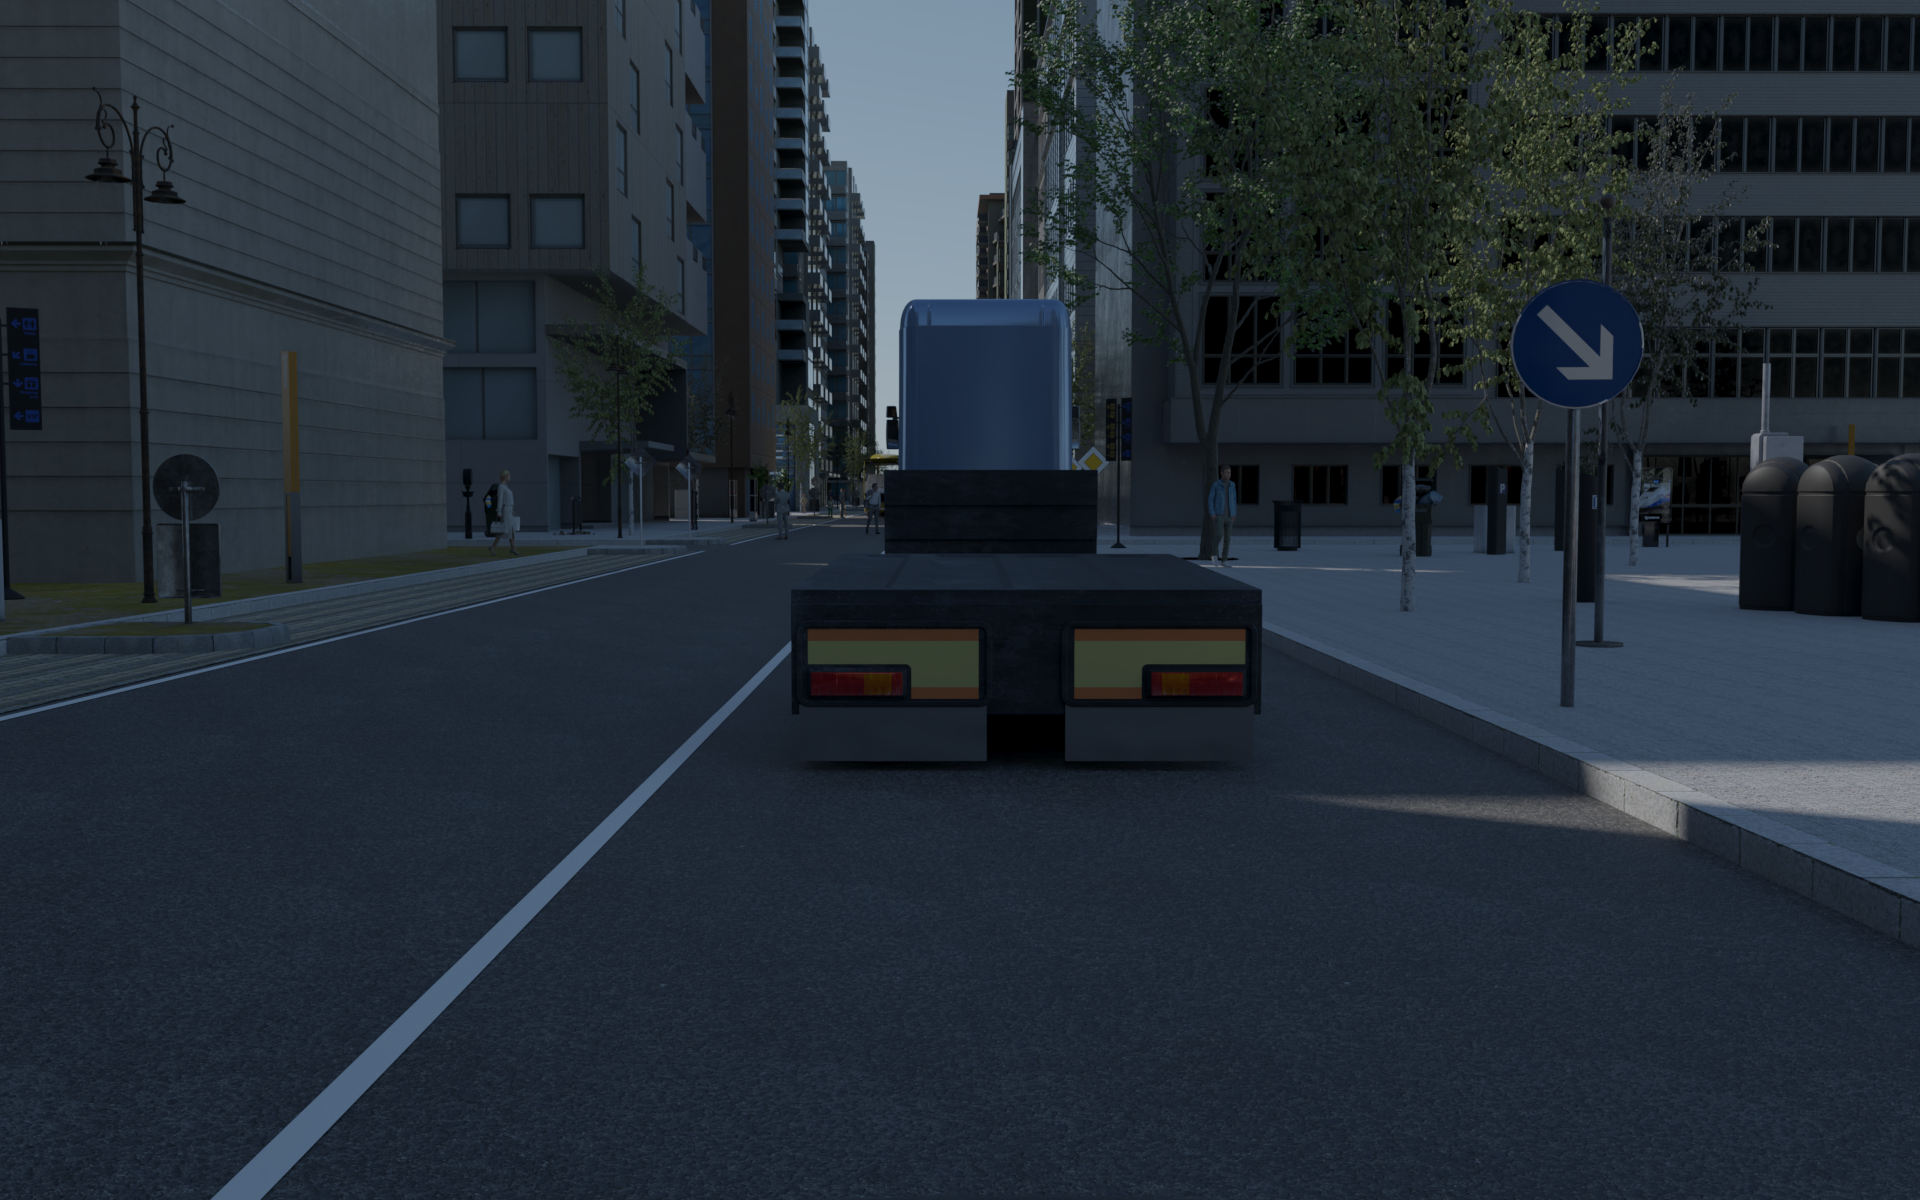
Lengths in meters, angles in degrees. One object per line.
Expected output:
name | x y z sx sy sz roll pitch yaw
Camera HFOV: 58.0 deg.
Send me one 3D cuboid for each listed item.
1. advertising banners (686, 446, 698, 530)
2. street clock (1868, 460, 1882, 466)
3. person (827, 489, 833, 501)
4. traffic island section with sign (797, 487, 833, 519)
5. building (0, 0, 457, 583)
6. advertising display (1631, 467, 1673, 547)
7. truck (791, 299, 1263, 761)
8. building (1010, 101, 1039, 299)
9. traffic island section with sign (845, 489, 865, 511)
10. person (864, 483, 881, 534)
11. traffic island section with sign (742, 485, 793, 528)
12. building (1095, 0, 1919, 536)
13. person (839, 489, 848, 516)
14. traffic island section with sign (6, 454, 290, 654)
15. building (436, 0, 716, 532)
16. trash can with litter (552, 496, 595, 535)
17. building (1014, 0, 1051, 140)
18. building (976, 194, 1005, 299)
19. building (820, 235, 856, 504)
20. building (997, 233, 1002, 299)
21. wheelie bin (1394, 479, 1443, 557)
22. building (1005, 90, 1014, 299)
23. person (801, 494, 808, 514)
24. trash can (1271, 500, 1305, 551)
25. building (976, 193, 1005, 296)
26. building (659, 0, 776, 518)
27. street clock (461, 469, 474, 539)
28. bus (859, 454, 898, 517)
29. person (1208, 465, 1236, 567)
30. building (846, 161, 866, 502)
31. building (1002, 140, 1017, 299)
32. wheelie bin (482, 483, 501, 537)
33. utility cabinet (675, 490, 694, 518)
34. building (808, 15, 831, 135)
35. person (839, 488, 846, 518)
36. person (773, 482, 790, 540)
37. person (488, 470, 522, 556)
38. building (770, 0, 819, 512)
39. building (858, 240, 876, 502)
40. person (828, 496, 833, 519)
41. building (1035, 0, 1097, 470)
advertising banners | -9.649 -4.046 62.344 0.090 3.025 2.074 -1 4 -18
street clock | 19.598 -2.000 37.277 0.358 2.002 0.471 -2 4 -31
person | -10.875 -8.439 144.940 0.541 1.710 0.530 0 4 1
traffic island section with sign | -8.339 -5.578 99.820 1.989 1.847 2.006 0 4 -1
building | -33.425 -15.619 31.781 44.131 29.872 17.030 0 4 -1
advertising display | 16.692 -2.239 41.818 0.974 1.923 0.123 0 4 -5
truck | 0.347 -1.737 18.152 2.967 4.110 18.799 0 3 0
building | 9.690 -18.144 114.679 12.078 24.808 19.932 0 4 -1
traffic island section with sign | -8.826 -8.546 148.354 1.989 1.847 2.006 0 4 -1
person | -3.147 -3.277 62.181 0.679 1.850 0.850 -2 4 -32
traffic island section with sign | -8.071 -3.929 72.866 1.989 1.847 2.006 0 4 -1
building | 20.037 -14.590 57.612 30.058 24.678 14.314 0 4 -1
person | -7.504 -6.255 111.122 0.624 1.780 0.694 0 4 -8
traffic island section with sign | -7.515 -0.473 16.356 1.989 1.847 2.006 0 4 -1
building | -25.056 -29.330 68.785 28.713 52.752 27.495 0 4 -1
trash can with litter | -12.353 -2.667 54.661 1.678 1.210 2.233 1 4 12
building | 13.429 -44.173 160.485 20.563 71.187 20.611 0 4 -1
building | 13.435 -36.291 247.981 22.147 44.769 28.867 0 4 -1
building | -29.710 -32.386 221.391 32.217 40.220 23.993 0 4 -1
building | 11.036 -25.782 193.231 14.160 30.474 14.107 0 4 -1
wheelie bin | 9.436 -1.698 35.672 0.980 1.594 0.693 1 4 12
building | 11.567 -30.290 178.837 14.154 41.232 14.086 0 4 -1
person | -10.230 -6.318 113.608 0.475 1.303 0.640 -3 5 -42
trash can | 7.394 -1.679 39.100 0.748 1.137 0.748 0 3 0
building | 13.369 -39.744 273.509 21.300 48.544 21.600 0 4 -1
building | -18.114 -27.386 97.875 14.600 45.320 14.200 0 4 -1
street clock | -14.053 -2.747 49.482 0.358 2.002 0.471 -1 4 -10
bus | -4.419 -7.181 108.955 2.896 3.916 12.252 0 4 1
person | 4.606 -1.467 30.378 0.601 1.785 0.444 -1 4 -17
building | -24.990 -38.490 248.912 23.786 49.044 30.456 0 4 -1
building | 11.056 -22.794 144.377 14.160 30.474 14.107 0 4 -1
wheelie bin | -13.740 -2.669 51.538 0.693 1.594 0.980 1 4 9
utility cabinet | -14.219 -4.977 90.050 1.173 1.500 0.318 -1 4 -20
building | -24.294 -33.684 170.338 23.786 49.044 30.456 0 4 -1
person | -7.023 -5.810 103.600 0.391 1.810 0.635 0 4 0
person | -5.654 -2.814 54.692 0.466 1.800 0.511 2 4 34
person | -9.502 -1.817 36.102 0.624 1.780 0.694 1 4 11
building | -22.279 -50.512 138.542 22.319 86.520 31.000 0 4 -1
building | -20.494 -35.966 271.646 14.154 41.232 14.086 0 4 -1
person | -7.352 -5.235 98.335 0.306 1.304 0.590 -1 4 -16
building | 10.237 -19.095 89.700 11.434 29.767 29.804 0 4 -1
